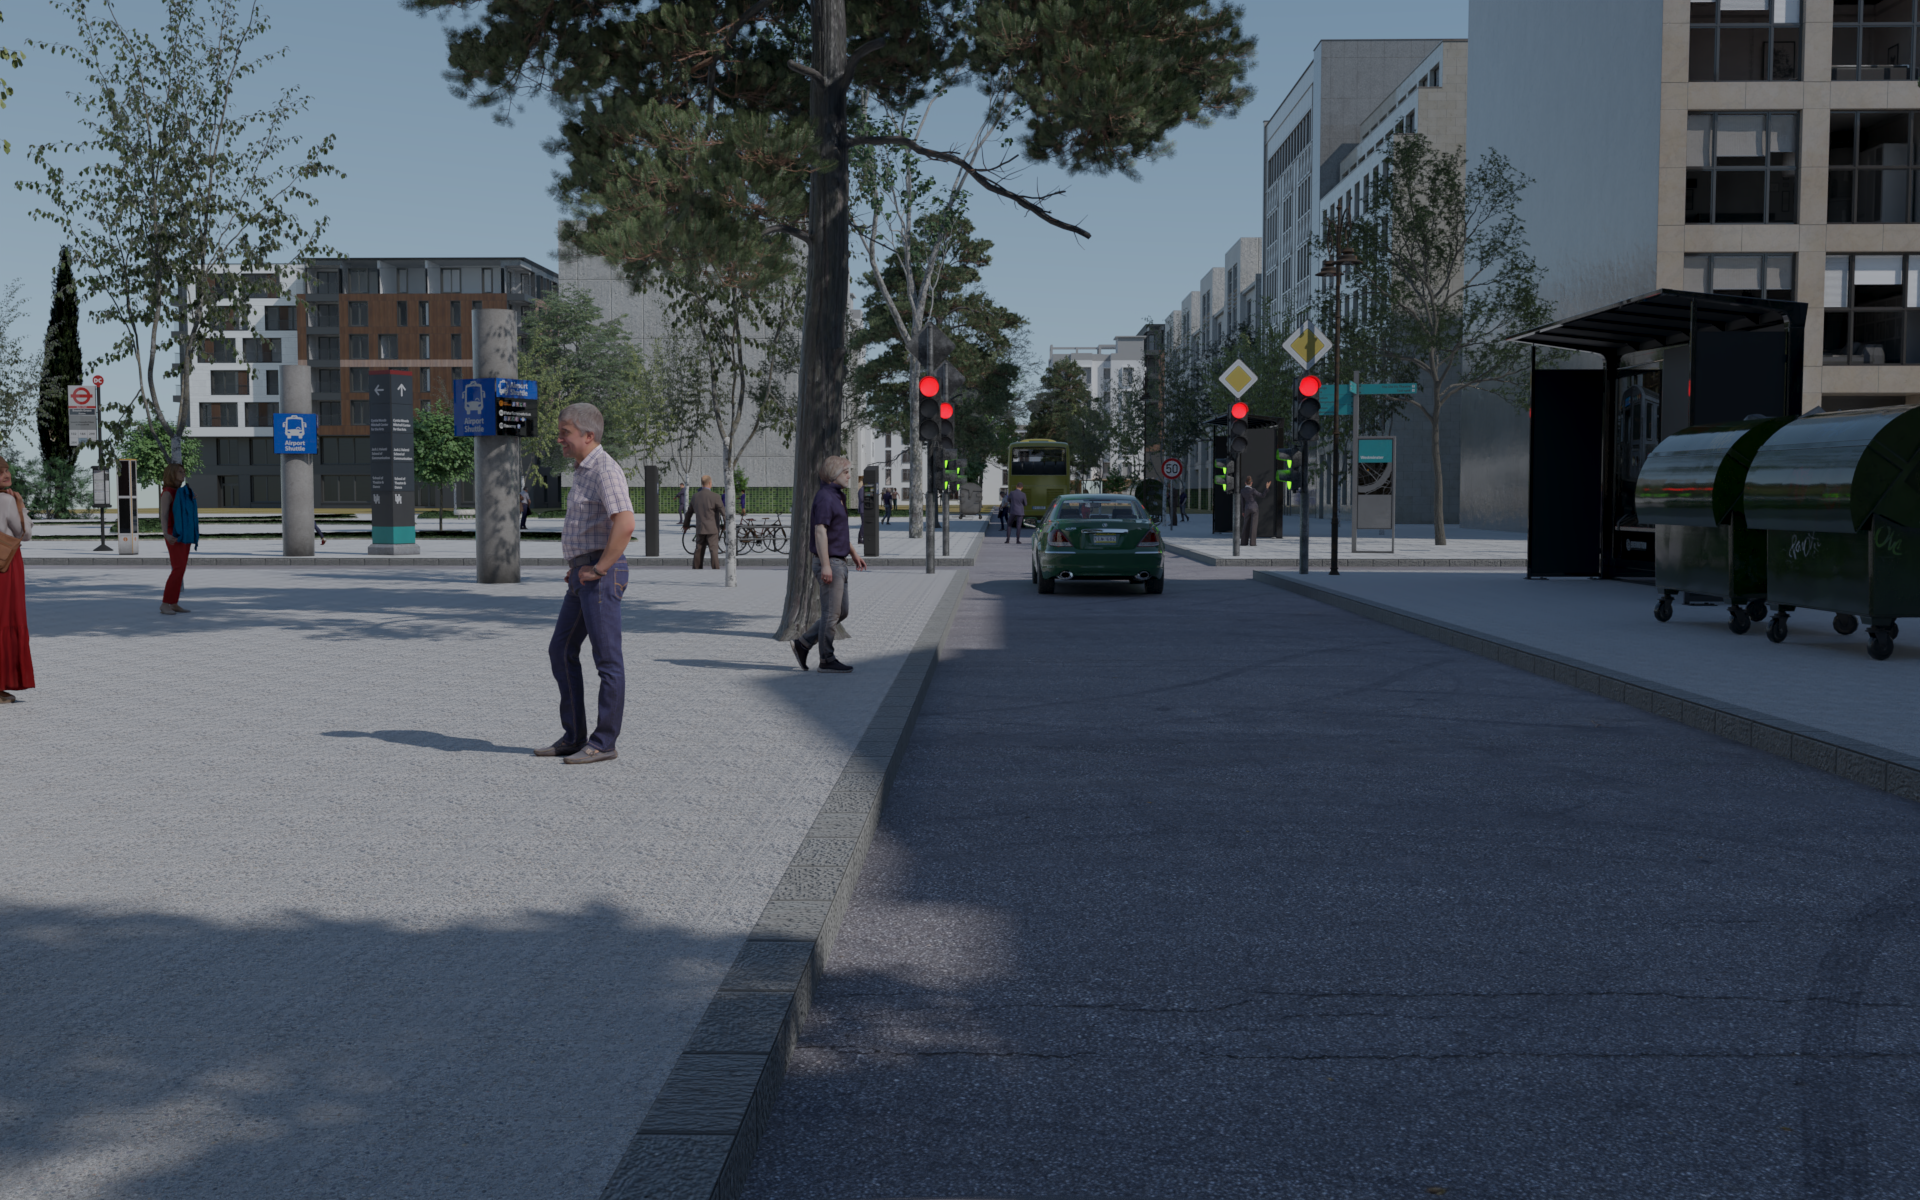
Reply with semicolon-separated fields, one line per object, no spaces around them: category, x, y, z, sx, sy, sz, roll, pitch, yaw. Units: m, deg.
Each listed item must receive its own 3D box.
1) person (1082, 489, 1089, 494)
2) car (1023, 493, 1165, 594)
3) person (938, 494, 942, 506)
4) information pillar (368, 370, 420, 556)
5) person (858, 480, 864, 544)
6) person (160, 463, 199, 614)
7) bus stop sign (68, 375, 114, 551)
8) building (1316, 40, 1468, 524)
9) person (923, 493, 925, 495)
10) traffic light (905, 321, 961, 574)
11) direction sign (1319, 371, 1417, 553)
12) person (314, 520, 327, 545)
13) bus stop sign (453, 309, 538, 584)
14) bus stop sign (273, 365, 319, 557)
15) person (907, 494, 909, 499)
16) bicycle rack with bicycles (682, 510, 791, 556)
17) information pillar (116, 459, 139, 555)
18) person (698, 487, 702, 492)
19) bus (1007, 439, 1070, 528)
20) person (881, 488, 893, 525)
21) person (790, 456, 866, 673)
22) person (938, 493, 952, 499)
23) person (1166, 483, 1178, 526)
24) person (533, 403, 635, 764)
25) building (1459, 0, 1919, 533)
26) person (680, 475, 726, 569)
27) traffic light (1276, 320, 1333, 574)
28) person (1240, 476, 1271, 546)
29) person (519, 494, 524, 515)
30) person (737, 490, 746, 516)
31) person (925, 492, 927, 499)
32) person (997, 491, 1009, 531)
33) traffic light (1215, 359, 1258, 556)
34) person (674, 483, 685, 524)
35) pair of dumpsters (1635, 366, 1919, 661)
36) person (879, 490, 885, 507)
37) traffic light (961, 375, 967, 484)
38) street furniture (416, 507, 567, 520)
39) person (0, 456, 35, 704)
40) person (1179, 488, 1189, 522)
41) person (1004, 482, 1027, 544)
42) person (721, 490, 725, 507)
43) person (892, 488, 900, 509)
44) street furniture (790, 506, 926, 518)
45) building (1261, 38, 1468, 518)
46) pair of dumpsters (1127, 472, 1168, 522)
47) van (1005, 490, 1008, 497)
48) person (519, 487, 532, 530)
person;4.643;-3.275;63.756;0.593;1.614;0.444;0;4;-8
car;2.039;-0.888;26.310;2.131;1.459;4.920;0;4;1
person;-1.923;-10.626;179.793;1.348;1.822;0.705;-2;4;-27
information pillar;-11.970;-2.883;36.517;0.750;3.857;0.750;2;4;27
person;-2.439;-2.276;44.183;0.530;1.710;0.541;2;4;23
person;-8.418;-0.668;18.674;0.444;1.614;0.593;2;4;25
bus stop sign;-19.526;-3.069;38.889;0.855;3.939;0.416;0;4;-6
building;23.655;-13.876;81.630;10.420;20.320;16.860;0;4;1
person;-4.079;-10.886;184.746;1.217;1.735;0.721;-1;4;-9
traffic light;-0.460;-2.359;27.807;0.839;4.213;0.868;0;4;1
direction sign;8.402;-2.955;37.072;2.525;3.948;1.411;1;4;19
person;-16.196;-2.123;43.288;0.613;1.512;0.480;-3;4;-38
bus stop sign;-6.679;-2.198;24.960;0.837;3.901;0.837;2;4;30
bus stop sign;-13.644;-2.851;35.630;0.837;3.901;0.837;-1;4;-19
person;-3.869;-8.361;142.736;1.348;1.826;0.705;3;5;39
bicycle rack with bicycles;-4.557;-1.446;37.018;2.925;0.926;2.852;-2;4;-31
information pillar;-17.494;-1.951;36.391;0.304;2.012;0.304;0;4;-3
person;-10.337;-3.876;69.871;0.683;1.767;0.568;2;4;33
bus;3.452;-5.203;76.621;2.896;3.916;12.252;0;4;2
person;-3.087;-3.923;72.399;0.471;1.553;0.569;-1;4;-12
person;-0.960;-0.259;12.486;0.471;1.553;0.569;3;4;36
person;-1.042;-6.808;118.086;1.217;1.736;0.721;2;4;32
person;8.551;-3.871;70.016;0.565;1.739;0.600;2;4;33
person;-1.801;-0.078;8.262;0.436;1.711;0.756;-1;4;-19
building;35.608;-15.292;54.539;34.151;26.468;19.350;0;4;1
person;-4.359;-1.274;29.879;0.990;1.755;0.434;2;4;25
traffic light;5.500;-2.351;27.684;0.839;4.213;0.868;0;4;1
person;7.286;-2.196;42.745;0.742;1.727;0.445;0;4;6
person;-14.170;-2.879;55.391;0.482;1.546;0.388;-3;5;-41
person;-12.524;-5.543;99.042;0.546;1.535;0.453;0;4;-2
person;-2.469;-8.070;138.068;0.705;1.814;1.350;2;4;31
person;1.731;-3.480;67.608;0.590;1.554;0.614;-1;4;-12
traffic light;5.686;-2.839;35.667;0.839;4.213;0.868;0;4;1
person;-11.925;-4.119;73.839;0.568;1.767;0.683;0;4;7
pair of dumpsters;7.548;-0.782;15.287;1.574;2.255;4.436;0;4;1
person;-7.764;-10.239;174.164;1.217;1.735;0.721;0;4;-1
traffic light;-0.274;-2.847;35.790;0.839;4.213;0.868;0;4;1
street furniture;-23.164;-4.589;90.651;10.072;0.657;5.734;-3;5;-40
person;-5.925;-0.130;10.629;0.523;1.526;0.387;2;4;31
person;10.428;-4.418;80.488;0.471;1.553;0.569;0;4;5
person;1.616;-2.521;50.167;0.683;1.767;0.568;1;4;10
person;-13.575;-5.611;100.159;0.453;1.535;0.546;0;4;-5
person;-4.623;-7.033;121.748;0.721;1.736;1.217;-3;5;-43
street furniture;-5.877;-5.034;97.932;5.734;0.657;10.072;-2;4;-27
building;24.964;-17.263;100.270;12.078;24.808;19.932;0;4;1
pair of dumpsters;8.595;-4.706;79.444;1.574;2.255;4.436;0;4;1
van;5.914;-11.042;184.923;2.240;2.365;5.245;0;4;1
person;-15.775;-3.325;62.613;0.614;1.554;0.590;2;4;35
